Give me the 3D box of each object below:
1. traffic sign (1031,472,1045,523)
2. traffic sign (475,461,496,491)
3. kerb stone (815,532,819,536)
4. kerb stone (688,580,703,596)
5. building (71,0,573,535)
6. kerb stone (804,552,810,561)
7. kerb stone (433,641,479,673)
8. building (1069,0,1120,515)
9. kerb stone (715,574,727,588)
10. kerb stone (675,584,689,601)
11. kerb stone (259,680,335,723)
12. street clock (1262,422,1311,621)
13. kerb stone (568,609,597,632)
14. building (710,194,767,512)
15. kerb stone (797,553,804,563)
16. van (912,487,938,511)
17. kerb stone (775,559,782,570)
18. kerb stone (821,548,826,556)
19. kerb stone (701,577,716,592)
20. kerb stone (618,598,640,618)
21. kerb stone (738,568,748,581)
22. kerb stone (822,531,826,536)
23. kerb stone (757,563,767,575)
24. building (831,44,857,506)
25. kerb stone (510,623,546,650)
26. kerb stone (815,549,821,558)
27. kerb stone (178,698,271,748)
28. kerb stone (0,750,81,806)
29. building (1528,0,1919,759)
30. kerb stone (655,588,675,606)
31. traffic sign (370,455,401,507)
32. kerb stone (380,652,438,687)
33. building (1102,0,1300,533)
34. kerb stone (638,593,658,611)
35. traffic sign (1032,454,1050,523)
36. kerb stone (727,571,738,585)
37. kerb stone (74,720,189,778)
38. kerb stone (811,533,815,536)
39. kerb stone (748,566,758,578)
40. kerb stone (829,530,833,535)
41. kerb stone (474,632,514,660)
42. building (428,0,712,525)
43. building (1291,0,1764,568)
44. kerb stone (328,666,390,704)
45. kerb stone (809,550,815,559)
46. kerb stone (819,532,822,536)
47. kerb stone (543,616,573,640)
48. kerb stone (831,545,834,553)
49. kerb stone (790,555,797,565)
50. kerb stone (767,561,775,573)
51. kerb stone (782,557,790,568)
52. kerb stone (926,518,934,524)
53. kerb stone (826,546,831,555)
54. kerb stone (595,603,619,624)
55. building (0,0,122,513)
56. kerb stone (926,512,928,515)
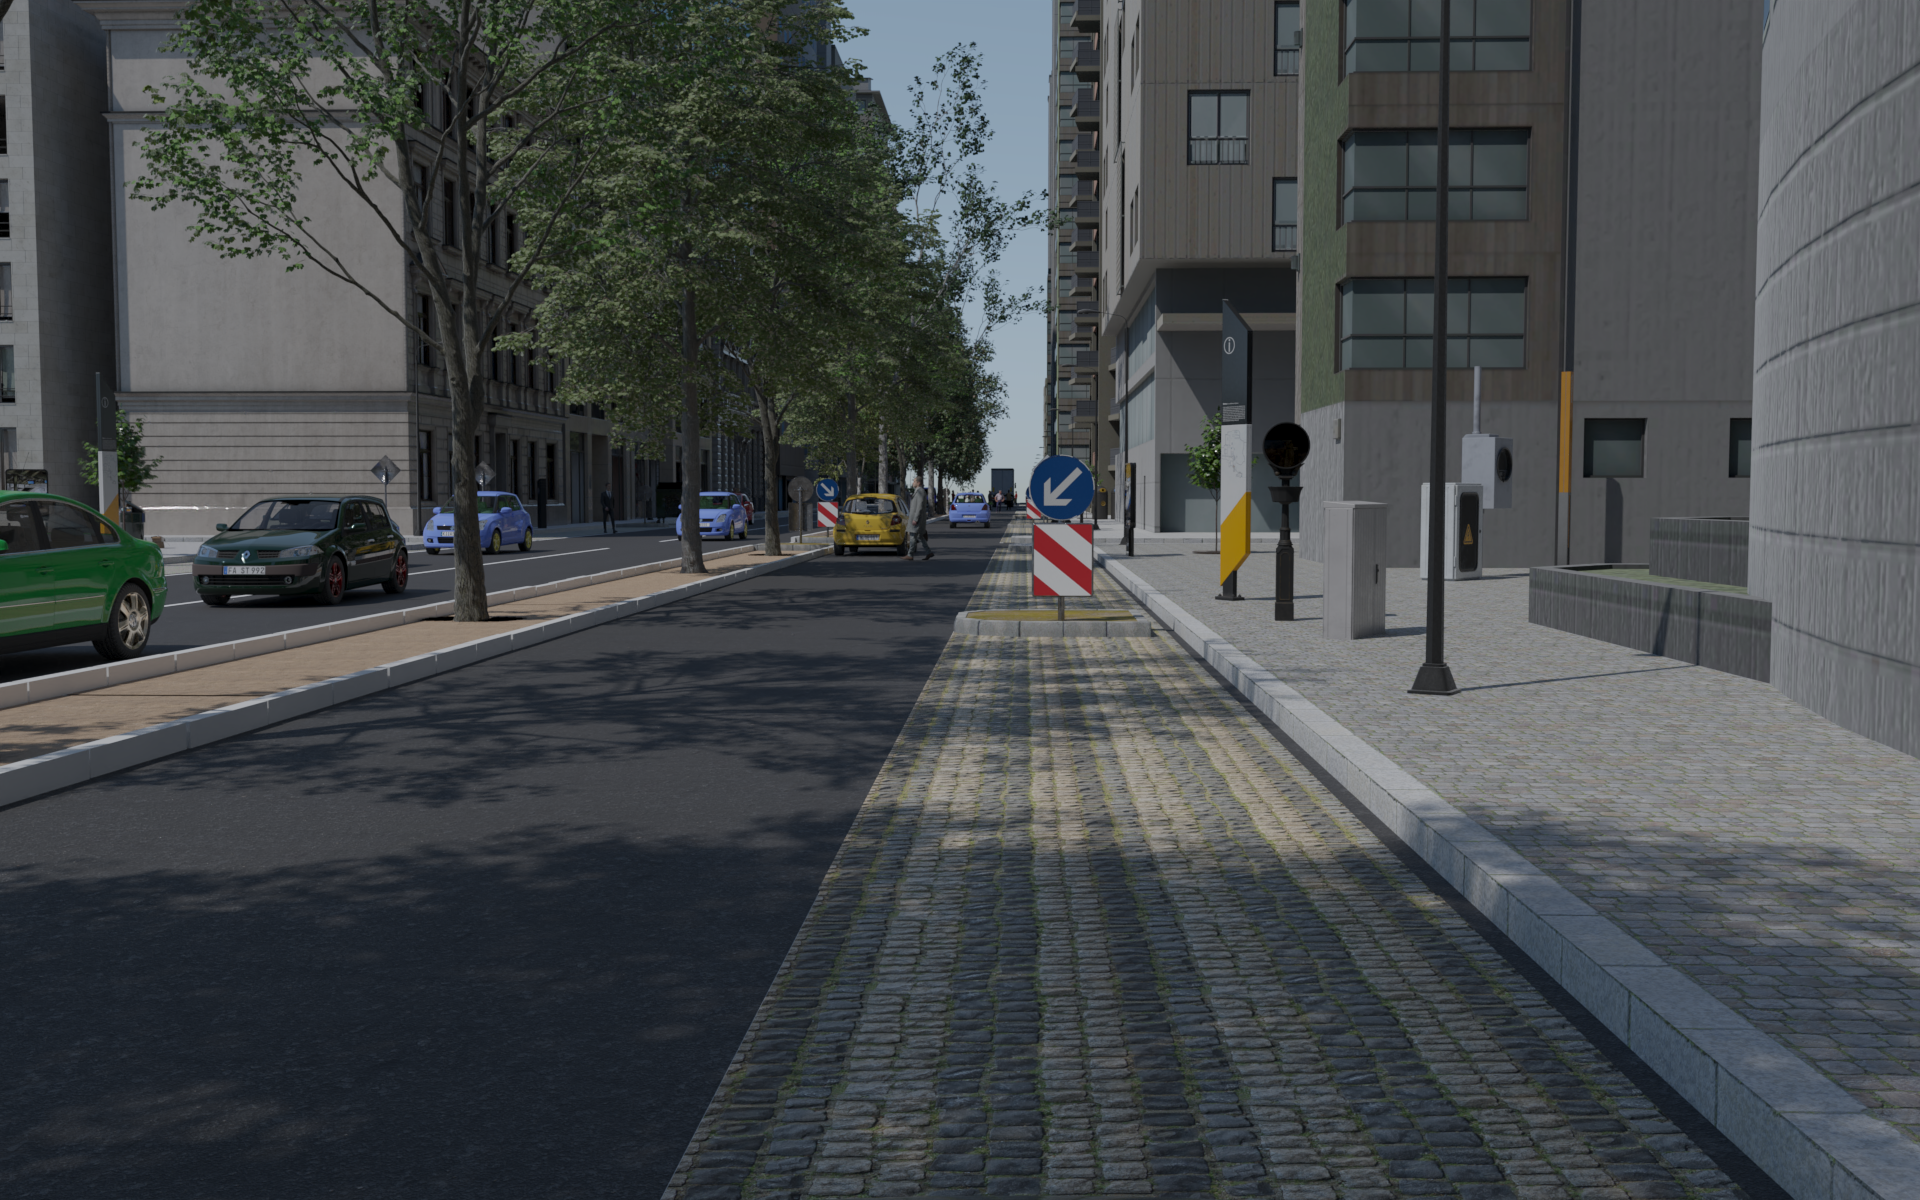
[{"bbox_3d":[2.507,-2.943,51.755,0.795,2.450,0.064,0,4,2],"label":"traffic sign"},{"bbox_3d":[-14.425,-2.983,52.409,0.795,2.450,0.064,0,4,2],"label":"traffic sign"},{"bbox_3d":[-4.766,-2.058,55.908,0.120,0.150,1.000,0,4,2],"label":"kerb stone"},{"bbox_3d":[-3.842,-0.146,24.596,0.120,0.150,1.000,0,4,2],"label":"kerb stone"},{"bbox_3d":[-21.319,-12.092,62.331,10.561,19.102,19.286,0,4,2],"label":"building"},{"bbox_3d":[-3.379,-0.897,36.861,0.120,0.150,1.000,0,4,2],"label":"kerb stone"},{"bbox_3d":[-4.223,0.480,14.345,0.120,0.150,1.000,0,4,2],"label":"kerb stone"},{"bbox_3d":[18.284,-27.935,111.369,22.147,44.769,28.867,0,4,2],"label":"building"},{"bbox_3d":[-3.768,-0.272,26.639,0.120,0.150,1.000,0,4,2],"label":"kerb stone"},{"bbox_3d":[-3.879,-0.077,23.574,0.120,0.150,1.000,0,4,2],"label":"kerb stone"},{"bbox_3d":[-4.344,0.668,11.276,0.120,0.150,1.000,0,4,2],"label":"kerb stone"},{"bbox_3d":[3.290,-0.792,17.519,0.471,2.002,0.358,0,4,8],"label":"street clock"},{"bbox_3d":[-4.072,0.230,18.436,0.120,0.150,1.000,0,4,2],"label":"kerb stone"},{"bbox_3d":[-19.547,-17.652,117.488,11.050,23.489,19.941,0,4,2],"label":"building"},{"bbox_3d":[-3.414,-0.834,35.839,0.120,0.150,1.000,0,4,2],"label":"kerb stone"},{"bbox_3d":[-2.847,-8.755,147.526,2.240,2.365,5.245,0,4,2],"label":"van"},{"bbox_3d":[-3.540,-0.642,32.770,0.120,0.150,1.000,0,4,2],"label":"kerb stone"},{"bbox_3d":[-3.265,-1.085,39.928,0.120,0.150,1.000,0,4,2],"label":"kerb stone"},{"bbox_3d":[-3.800,-0.209,25.617,0.120,0.150,1.000,0,4,2],"label":"kerb stone"},{"bbox_3d":[-3.989,0.104,20.491,0.120,0.150,1.000,0,4,2],"label":"kerb stone"},{"bbox_3d":[-3.686,-0.397,28.682,0.120,0.150,1.000,0,4,2],"label":"kerb stone"},{"bbox_3d":[-4.688,-2.187,57.950,0.120,0.150,1.000,0,4,2],"label":"kerb stone"},{"bbox_3d":[-3.602,-0.522,30.726,0.120,0.150,1.000,0,4,2],"label":"kerb stone"},{"bbox_3d":[-22.423,-34.074,180.815,21.300,48.544,21.600,0,4,2],"label":"building"},{"bbox_3d":[-4.143,0.358,16.392,0.120,0.150,1.000,0,4,2],"label":"kerb stone"},{"bbox_3d":[-3.302,-1.022,38.906,0.120,0.150,1.000,0,4,2],"label":"kerb stone"},{"bbox_3d":[-4.376,0.730,10.254,0.120,0.150,1.000,0,4,2],"label":"kerb stone"},{"bbox_3d":[-4.455,0.856,8.207,0.120,0.150,1.000,0,4,2],"label":"kerb stone"},{"bbox_3d":[14.899,-28.269,4.205,21.231,58.520,28.212,0,4,2],"label":"building"},{"bbox_3d":[-3.910,-0.021,22.547,0.120,0.150,1.000,0,4,2],"label":"kerb stone"},{"bbox_3d":[-14.725,-2.495,44.429,0.795,2.450,0.064,0,4,2],"label":"traffic sign"},{"bbox_3d":[-4.262,0.543,13.324,0.120,0.150,1.000,0,4,2],"label":"kerb stone"},{"bbox_3d":[19.064,-29.165,66.085,27.495,52.752,28.713,0,4,2],"label":"building"},{"bbox_3d":[-3.952,0.046,21.520,0.120,0.150,1.000,0,4,2],"label":"kerb stone"},{"bbox_3d":[2.207,-2.455,43.775,0.795,2.450,0.064,0,4,2],"label":"traffic sign"},{"bbox_3d":[-3.728,-0.330,27.661,0.120,0.150,1.000,0,4,2],"label":"kerb stone"},{"bbox_3d":[-4.423,0.793,9.230,0.120,0.150,1.000,0,4,2],"label":"kerb stone"},{"bbox_3d":[-4.808,-1.999,54.887,0.120,0.150,1.000,0,4,2],"label":"kerb stone"},{"bbox_3d":[-3.645,-0.457,29.704,0.120,0.150,1.000,0,4,2],"label":"kerb stone"},{"bbox_3d":[-4.607,-2.312,59.996,0.120,0.150,1.000,0,4,2],"label":"kerb stone"},{"bbox_3d":[-4.191,0.417,15.371,0.120,0.150,1.000,0,4,2],"label":"kerb stone"},{"bbox_3d":[-25.476,-17.415,89.248,19.350,26.468,34.151,0,4,2],"label":"building"},{"bbox_3d":[13.913,-16.149,35.737,14.160,30.474,14.107,0,4,2],"label":"building"},{"bbox_3d":[-4.307,0.608,12.298,0.120,0.150,1.000,0,4,2],"label":"kerb stone"},{"bbox_3d":[-3.345,-0.956,37.883,0.120,0.150,1.000,0,4,2],"label":"kerb stone"},{"bbox_3d":[-4.727,-2.124,56.929,0.120,0.150,1.000,0,4,2],"label":"kerb stone"},{"bbox_3d":[-4.108,0.295,17.414,0.120,0.150,1.000,0,4,2],"label":"kerb stone"},{"bbox_3d":[-3.184,-1.200,41.981,0.120,0.150,1.000,0,4,2],"label":"kerb stone"},{"bbox_3d":[-3.459,-0.768,34.818,0.120,0.150,1.000,0,4,2],"label":"kerb stone"},{"bbox_3d":[-3.570,-0.584,31.747,0.120,0.150,1.000,0,4,2],"label":"kerb stone"},{"bbox_3d":[-3.488,-0.705,33.796,0.120,0.150,1.000,0,4,2],"label":"kerb stone"},{"bbox_3d":[-1.512,-3.937,86.573,0.120,0.150,1.000,0,4,2],"label":"kerb stone"},{"bbox_3d":[-3.226,-1.142,40.950,0.120,0.150,1.000,0,4,2],"label":"kerb stone"},{"bbox_3d":[-4.033,0.167,19.461,0.120,0.150,1.000,0,4,2],"label":"kerb stone"},{"bbox_3d":[-36.020,-12.406,57.590,16.860,20.320,10.420,0,4,2],"label":"building"},{"bbox_3d":[-2.183,-6.259,124.558,0.120,0.150,1.000,0,4,2],"label":"kerb stone"}]
